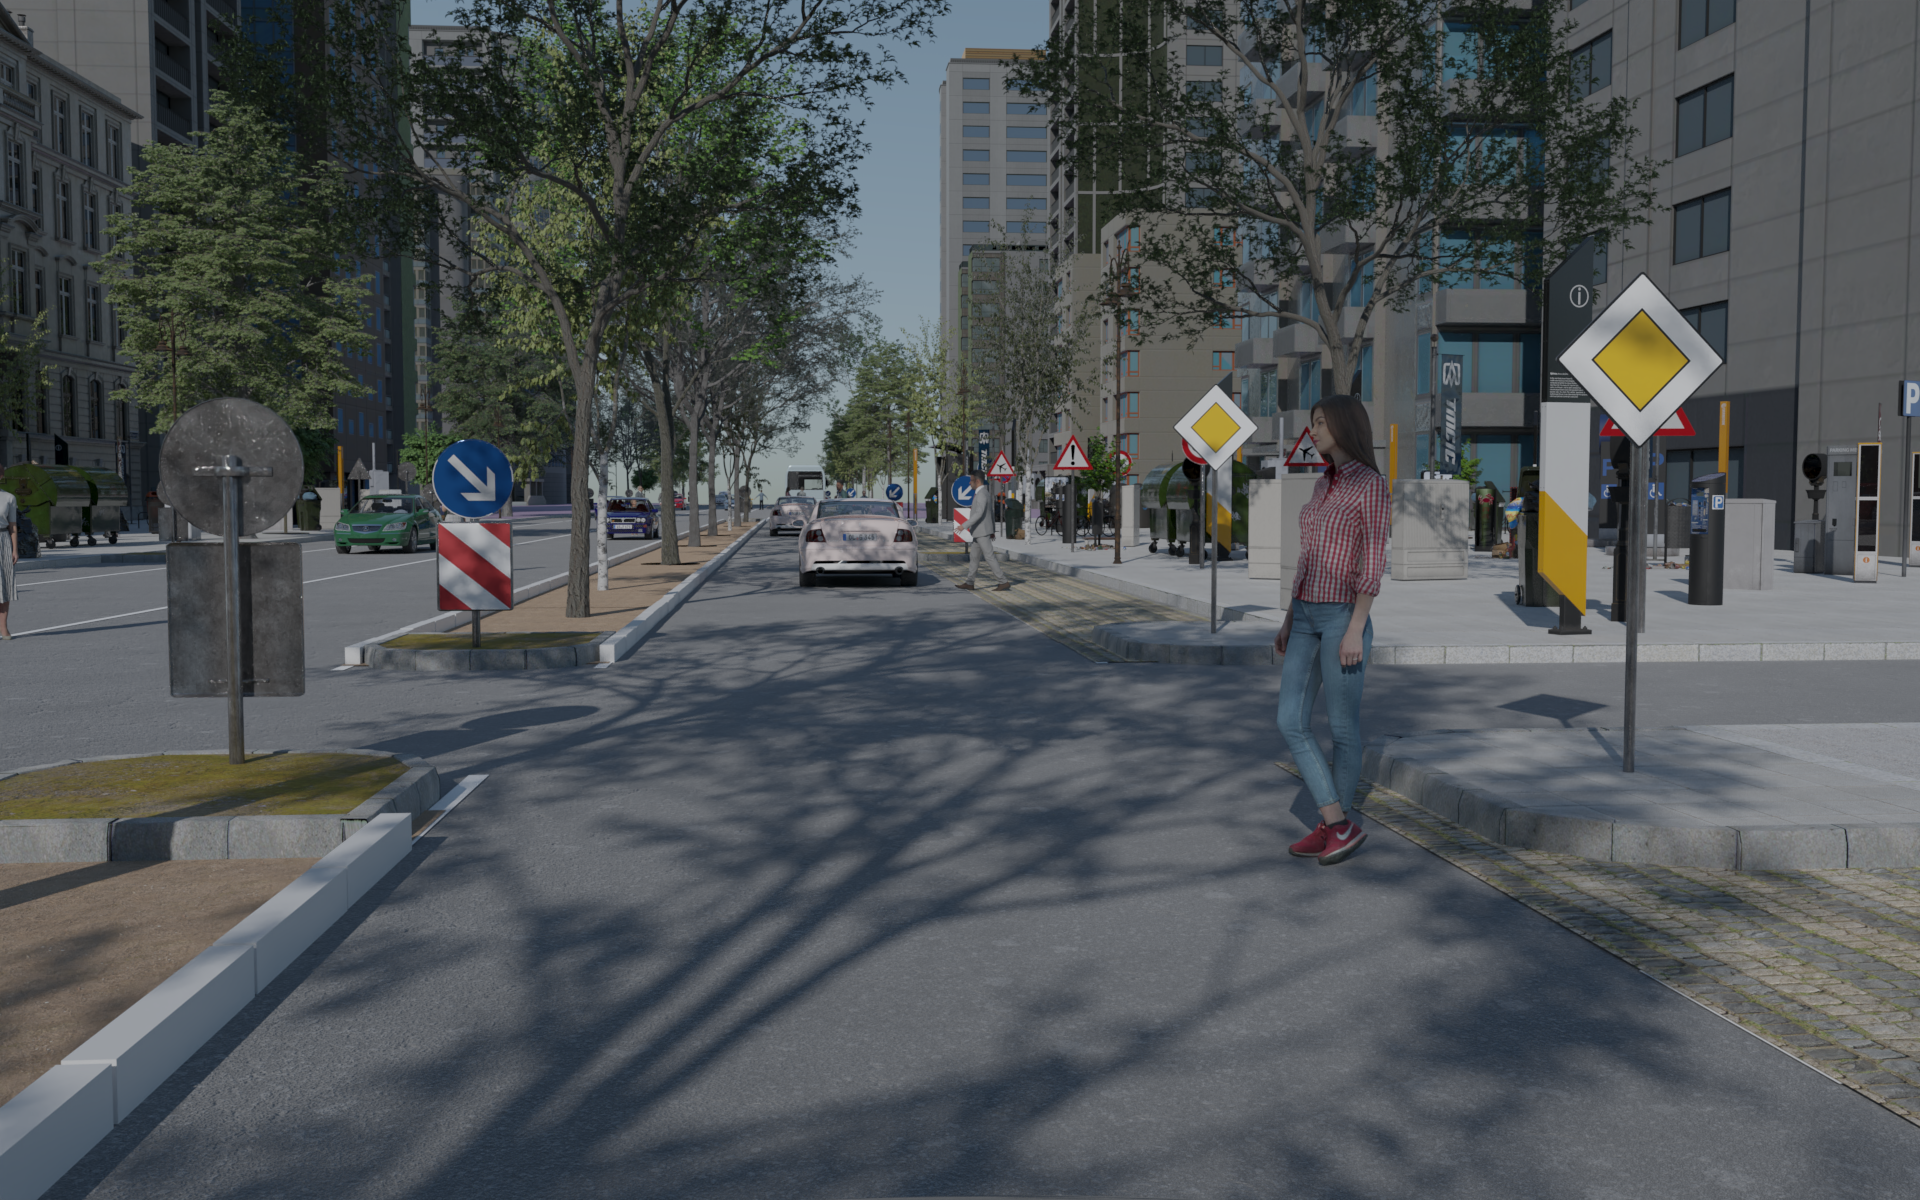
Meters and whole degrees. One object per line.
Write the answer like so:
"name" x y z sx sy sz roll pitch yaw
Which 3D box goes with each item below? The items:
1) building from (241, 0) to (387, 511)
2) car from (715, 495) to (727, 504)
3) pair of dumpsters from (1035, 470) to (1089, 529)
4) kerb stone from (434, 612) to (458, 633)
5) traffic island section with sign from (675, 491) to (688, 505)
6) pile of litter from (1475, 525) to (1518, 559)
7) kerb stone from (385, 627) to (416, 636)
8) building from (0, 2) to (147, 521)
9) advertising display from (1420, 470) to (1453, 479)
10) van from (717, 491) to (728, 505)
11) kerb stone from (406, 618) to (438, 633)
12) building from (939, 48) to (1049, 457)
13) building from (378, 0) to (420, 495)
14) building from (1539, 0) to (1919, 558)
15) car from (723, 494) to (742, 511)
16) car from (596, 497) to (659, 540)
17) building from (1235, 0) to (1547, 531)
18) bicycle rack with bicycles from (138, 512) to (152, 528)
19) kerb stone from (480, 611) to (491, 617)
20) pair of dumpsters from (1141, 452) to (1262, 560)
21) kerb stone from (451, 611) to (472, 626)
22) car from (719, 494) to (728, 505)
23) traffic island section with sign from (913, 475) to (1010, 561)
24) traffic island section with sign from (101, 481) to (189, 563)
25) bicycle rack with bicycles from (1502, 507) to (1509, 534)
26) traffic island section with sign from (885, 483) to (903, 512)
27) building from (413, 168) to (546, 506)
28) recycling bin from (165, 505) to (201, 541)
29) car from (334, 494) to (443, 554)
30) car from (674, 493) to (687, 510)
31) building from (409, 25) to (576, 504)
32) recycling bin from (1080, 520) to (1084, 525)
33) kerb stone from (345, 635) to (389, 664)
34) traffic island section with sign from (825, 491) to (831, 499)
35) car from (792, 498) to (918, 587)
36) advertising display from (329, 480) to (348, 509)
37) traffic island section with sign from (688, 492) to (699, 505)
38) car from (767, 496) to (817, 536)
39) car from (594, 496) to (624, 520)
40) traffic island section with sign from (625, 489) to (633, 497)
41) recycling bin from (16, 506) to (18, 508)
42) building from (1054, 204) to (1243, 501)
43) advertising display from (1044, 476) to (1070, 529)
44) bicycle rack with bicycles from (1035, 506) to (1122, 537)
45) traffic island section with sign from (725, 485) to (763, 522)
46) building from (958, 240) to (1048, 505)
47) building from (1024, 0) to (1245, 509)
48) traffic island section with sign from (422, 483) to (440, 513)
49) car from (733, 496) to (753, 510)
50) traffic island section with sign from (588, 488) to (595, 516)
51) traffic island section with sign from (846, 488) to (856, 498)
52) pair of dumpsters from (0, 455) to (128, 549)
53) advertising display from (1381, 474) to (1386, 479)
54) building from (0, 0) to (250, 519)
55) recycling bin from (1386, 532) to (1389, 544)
"building" -46.907 -28.384 114.190 14.600 45.320 14.200 0 4 -5
"car" -29.796 -12.360 214.447 2.083 1.381 4.827 0 4 -6
"pair of dumpsters" 3.929 -3.875 65.854 1.574 2.255 4.437 0 4 -6
"kerb stone" -5.419 0.258 18.042 0.120 0.150 1.000 0 4 -5
"traffic island section with sign" -31.891 -11.349 194.188 1.989 1.847 2.006 0 4 -5
"pile of litter" 11.140 -1.264 34.635 1.719 0.858 1.176 1 4 16
"kerb stone" -5.221 0.384 16.002 0.120 0.150 1.000 0 4 -5
"building" -43.483 -15.142 66.651 14.460 24.649 34.723 0 4 -5
"advertising display" 12.938 -2.558 47.032 0.974 1.923 0.123 -1 4 -20
"van" -31.669 -13.771 232.168 2.013 2.044 4.112 0 4 -6
"kerb stone" -5.325 0.316 17.024 0.120 0.150 1.000 0 4 -5
"building" 7.731 -42.500 236.881 21.231 58.520 28.212 0 4 -5
"building" -49.273 -27.245 129.045 14.154 41.232 14.086 0 4 -5
"building" 28.627 -36.881 41.252 20.611 71.187 20.563 0 4 -5
"car" -19.566 -8.478 150.615 2.014 1.417 4.499 0 4 -6
"car" -10.559 -2.605 55.167 1.945 1.354 3.894 0 4 -6
"building" 24.468 -27.668 71.973 23.786 49.044 30.456 0 4 -5
"bicycle rack with bicycles" -29.287 -3.163 65.103 2.852 0.926 2.925 2 4 28
"kerb stone" -5.617 0.128 20.098 0.120 0.150 1.000 0 4 -5
"pair of dumpsters" 4.901 -2.015 35.436 1.574 2.255 4.437 0 4 -6
"kerb stone" -5.515 0.191 19.073 0.120 0.150 1.000 0 4 -5
"car" -30.846 -13.331 227.560 1.945 1.707 3.694 0 4 -7
"traffic island section with sign" -0.027 -1.773 37.617 1.989 1.847 2.006 0 4 -5
"traffic island section with sign" -17.039 -1.744 37.145 1.989 1.847 2.006 0 4 -5
"bicycle rack with bicycles" 18.361 -2.515 54.497 2.852 0.926 2.925 -1 4 -9
"traffic island section with sign" -2.601 -3.438 64.840 1.989 1.847 2.006 0 4 -5
"building" -64.188 -30.749 194.633 32.217 40.220 23.993 0 4 -5
"recycling bin" -21.567 -2.173 48.078 0.722 1.027 0.722 0 4 -3
"car" -14.146 -1.914 43.085 2.131 1.459 4.920 0 4 -4
"car" -25.125 -8.778 152.563 2.155 1.783 4.494 0 4 -4
"building" -61.481 -41.511 220.697 21.231 58.520 28.212 0 4 -5
"recycling bin" 4.575 -3.487 69.559 0.722 1.027 0.722 3 5 43
"kerb stone" -5.127 0.441 14.980 0.120 0.150 1.000 0 4 -5
"traffic island section with sign" -9.898 -8.152 141.920 1.989 1.847 2.006 0 4 -5
"car" -1.695 -0.970 28.228 2.083 1.381 4.827 0 4 -5
"advertising display" -28.241 -4.480 78.467 0.974 1.923 0.123 -2 4 -31
"traffic island section with sign" -34.582 -13.082 222.518 1.989 1.847 2.006 0 4 -5
"car" -5.679 -2.925 60.188 2.083 1.381 4.827 0 4 -6
"car" -19.166 -5.080 95.636 1.945 1.354 3.894 0 4 -6
"traffic island section with sign" -26.836 -8.077 140.690 1.989 1.847 2.006 0 4 -5
"recycling bin" -20.902 -1.525 37.490 0.722 1.027 0.722 0 4 -5
"building" 22.397 -16.848 120.509 27.650 21.520 28.899 0 4 -5
"advertising display" 3.520 -3.518 62.733 0.974 1.923 0.123 2 4 25
"bicycle rack with bicycles" 4.009 -2.419 52.932 2.852 0.926 2.925 -2 4 -30
"traffic island section with sign" -11.180 -4.996 89.818 2.006 1.907 1.989 0 4 -5
"building" 7.728 -26.305 201.787 14.160 30.474 14.107 0 4 -5
"building" 16.764 -43.121 143.280 20.563 71.187 20.611 0 4 -5
"traffic island section with sign" -19.567 -3.386 63.982 1.989 1.847 2.006 0 4 -5
"car" -20.299 -9.271 161.803 2.015 1.641 3.980 0 4 -4
"traffic island section with sign" -24.236 -6.398 113.238 1.989 1.847 2.006 0 4 -5
"traffic island section with sign" -7.355 -6.511 115.085 1.989 1.847 2.006 0 4 -5
"pair of dumpsters" -21.853 -2.424 42.127 1.574 2.255 4.437 0 4 -5
"advertising display" 13.573 -3.111 56.073 0.123 1.923 0.974 2 4 32
"building" -49.520 -40.196 95.454 20.563 71.187 20.611 0 4 -5
"recycling bin" 10.555 -1.959 44.579 0.722 1.027 0.722 -3 5 -41
